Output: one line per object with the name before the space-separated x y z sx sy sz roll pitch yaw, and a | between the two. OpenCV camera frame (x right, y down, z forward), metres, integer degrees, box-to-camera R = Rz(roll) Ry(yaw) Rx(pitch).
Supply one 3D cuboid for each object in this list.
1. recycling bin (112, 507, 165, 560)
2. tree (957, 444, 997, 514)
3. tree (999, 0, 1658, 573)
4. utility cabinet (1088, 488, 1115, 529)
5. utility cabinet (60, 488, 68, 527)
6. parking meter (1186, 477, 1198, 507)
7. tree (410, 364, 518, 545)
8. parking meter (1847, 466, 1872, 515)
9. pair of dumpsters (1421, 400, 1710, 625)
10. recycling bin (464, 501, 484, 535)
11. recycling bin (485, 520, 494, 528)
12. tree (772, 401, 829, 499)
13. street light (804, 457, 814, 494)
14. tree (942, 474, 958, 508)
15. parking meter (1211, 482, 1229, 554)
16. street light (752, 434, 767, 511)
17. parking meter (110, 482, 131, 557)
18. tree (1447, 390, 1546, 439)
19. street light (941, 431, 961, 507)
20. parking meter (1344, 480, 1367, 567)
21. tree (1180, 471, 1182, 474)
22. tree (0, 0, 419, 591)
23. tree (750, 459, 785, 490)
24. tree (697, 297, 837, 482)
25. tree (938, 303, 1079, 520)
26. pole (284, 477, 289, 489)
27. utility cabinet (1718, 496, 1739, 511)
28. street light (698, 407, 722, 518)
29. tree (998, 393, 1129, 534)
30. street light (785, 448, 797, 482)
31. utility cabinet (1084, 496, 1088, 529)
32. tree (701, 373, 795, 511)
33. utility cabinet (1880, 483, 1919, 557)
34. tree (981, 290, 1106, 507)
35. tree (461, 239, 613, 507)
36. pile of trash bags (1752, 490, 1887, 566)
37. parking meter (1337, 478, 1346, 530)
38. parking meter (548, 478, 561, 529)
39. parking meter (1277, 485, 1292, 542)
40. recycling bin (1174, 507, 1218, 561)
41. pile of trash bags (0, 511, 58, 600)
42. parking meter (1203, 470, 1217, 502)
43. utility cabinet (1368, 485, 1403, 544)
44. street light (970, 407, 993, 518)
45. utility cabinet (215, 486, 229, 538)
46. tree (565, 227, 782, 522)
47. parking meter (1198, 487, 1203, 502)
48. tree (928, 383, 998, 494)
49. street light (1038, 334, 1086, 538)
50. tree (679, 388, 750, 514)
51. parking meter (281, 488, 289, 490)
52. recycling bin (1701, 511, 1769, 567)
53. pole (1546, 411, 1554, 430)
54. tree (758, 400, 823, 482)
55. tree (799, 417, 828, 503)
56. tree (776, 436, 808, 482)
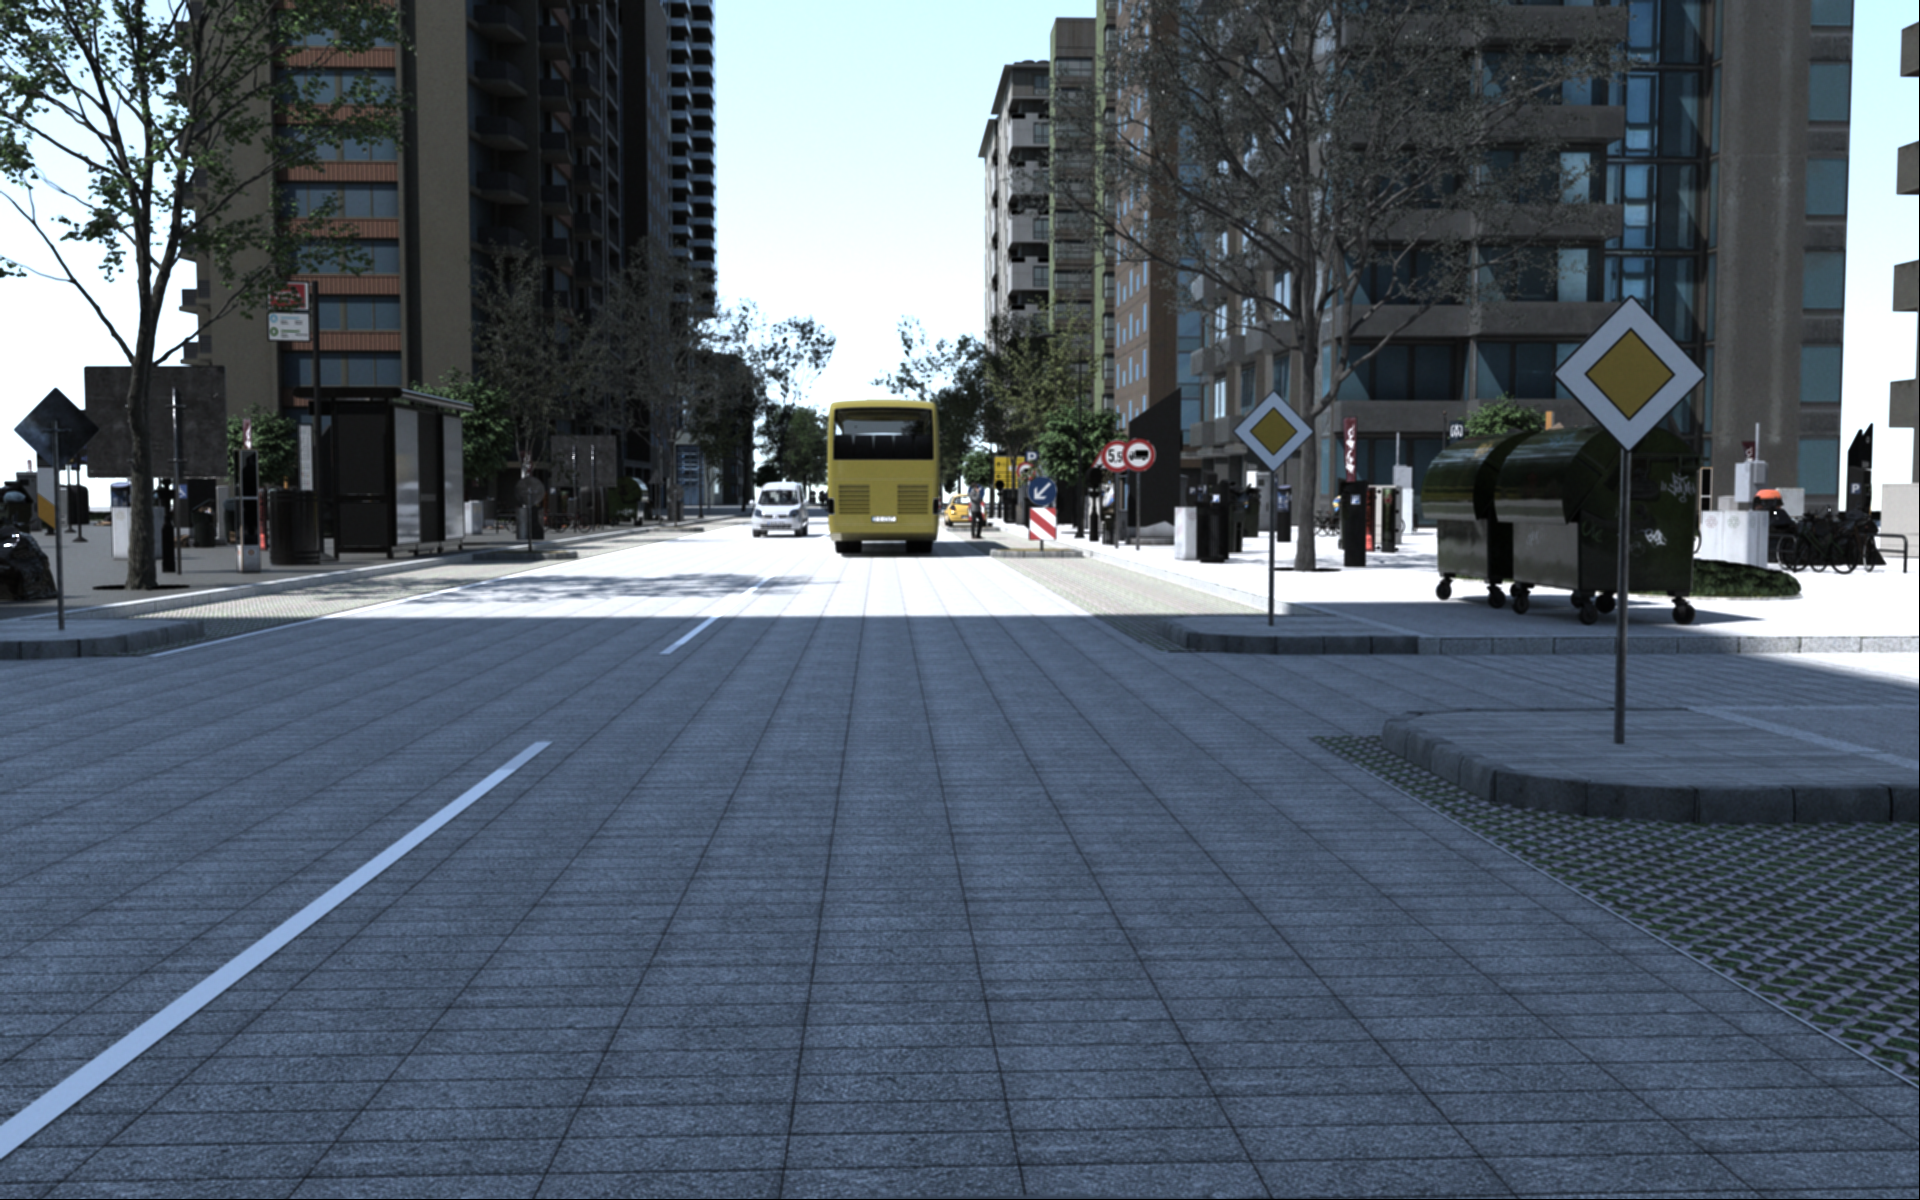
recycling bin | -16.137 -1.314 34.045 0.722 1.027 0.722 0 4 3
tree | 1.390 -7.960 113.863 4.285 4.588 4.351 0 3 0
tree | 5.907 -7.224 28.475 12.009 13.543 11.850 0 3 0
utility cabinet | 5.095 -3.266 62.085 0.318 1.500 1.173 -2 4 -35
utility cabinet | -35.326 -3.583 67.258 1.173 1.500 0.318 -1 4 -21
parking meter | 7.725 -3.182 57.730 0.399 1.863 0.255 0 4 5
tree | -12.750 -3.689 44.022 4.285 4.588 4.351 0 3 0
parking meter | 18.840 -1.870 36.287 0.255 1.863 0.399 -2 4 -30
pair of dumpsters | 6.477 -1.005 18.923 1.574 2.255 4.437 0 4 -2
recycling bin | -15.532 -2.569 54.559 0.722 1.027 0.722 1 4 9
recycling bin | -18.312 -3.280 66.182 0.722 1.027 0.722 3 4 38
tree | -21.385 -20.193 236.809 9.857 13.997 8.962 0 3 0
street light | -19.001 -14.984 217.527 1.470 5.913 1.316 0 4 -3
tree | -0.878 -10.422 165.003 1.663 3.219 1.824 0 3 0
parking meter | 5.457 -1.709 36.353 0.372 1.533 0.369 0 3 0
street light | -15.358 -9.858 133.715 1.470 5.913 1.316 0 4 -3
parking meter | -17.076 -1.642 35.261 0.372 1.533 0.369 0 3 0
tree | 17.239 -4.367 55.114 4.285 4.588 4.351 0 3 0
street light | -0.528 -9.467 127.322 1.470 5.913 1.316 0 4 -3
parking meter | 6.962 -1.350 30.489 0.372 1.533 0.369 0 3 0
tree | 9.076 -5.018 76.645 1.663 3.219 1.824 0 3 0
tree | -10.908 -5.950 23.041 9.928 11.665 9.643 0 3 0
tree | -17.677 -10.764 159.711 4.285 4.588 4.351 0 3 0
tree | -18.578 -19.092 168.046 12.611 20.169 13.585 0 3 0
tree | 2.427 -9.234 85.389 8.767 10.594 7.601 2 4 35
pole | -32.080 -5.422 82.486 0.158 3.312 0.155 0 3 0
utility cabinet | 24.748 -2.732 55.834 0.306 1.237 1.020 0 4 3
street light | -13.370 -7.355 92.800 1.470 5.913 1.316 0 4 -3
tree | 3.995 -4.454 56.534 4.285 4.588 4.351 0 3 0
street light | -17.150 -12.434 175.841 1.470 5.913 1.316 0 4 -3
utility cabinet | 4.558 -3.208 63.617 0.306 1.237 1.020 0 4 4
tree | -15.725 -11.843 128.047 7.601 10.594 8.767 0 4 7
utility cabinet | 19.105 -1.589 34.654 1.173 1.500 0.318 3 5 40
tree | 3.175 -6.825 61.952 4.737 8.622 4.395 0 3 0
tree | -12.511 -6.104 50.156 4.360 8.622 3.978 0 3 0
pile of trash bags | 15.790 -1.395 32.561 1.912 1.369 3.447 0 4 0
parking meter | 13.650 -3.421 61.638 0.399 1.863 0.255 2 4 31
parking meter | -14.815 -3.524 63.327 0.399 1.863 0.255 1 4 10
parking meter | 8.658 -2.314 46.248 0.372 1.533 0.369 0 3 0
recycling bin | 4.600 -1.291 33.663 0.722 1.027 0.722 0 4 -8
pile of trash bags | -12.343 -0.626 19.986 1.912 1.369 3.447 1 4 16
parking meter | 6.093 -2.233 42.226 0.255 1.863 0.399 -1 4 -13
utility cabinet | 10.663 -2.163 44.049 0.318 1.500 1.173 -3 5 -43
street light | 1.082 -7.283 91.614 1.470 5.913 1.316 0 4 -3
utility cabinet | -20.010 -2.336 46.877 0.318 1.500 1.173 -2 4 -29
tree | -13.585 -10.419 80.717 12.009 13.543 11.850 0 3 0
parking meter | 8.530 -3.275 61.955 0.372 1.533 0.369 0 3 0
tree | 0.040 -13.946 153.779 9.928 11.665 9.643 0 3 0
street light | 2.944 -4.755 50.280 1.470 5.913 1.316 0 4 -3
tree | -15.601 -9.691 108.818 4.737 8.622 4.395 0 3 0
parking meter | -27.617 -3.825 70.955 0.372 1.533 0.369 0 3 0
recycling bin | 11.697 -0.832 26.157 0.722 1.027 0.722 -3 5 -39
pole | 14.524 -2.989 42.721 0.158 3.312 0.155 0 3 0
tree | -18.646 -16.161 189.986 9.928 11.665 9.643 0 3 0
tree | -22.049 -20.258 249.350 7.486 12.596 7.792 0 3 0
tree | -20.428 -16.021 212.305 4.360 8.622 3.978 0 3 0
